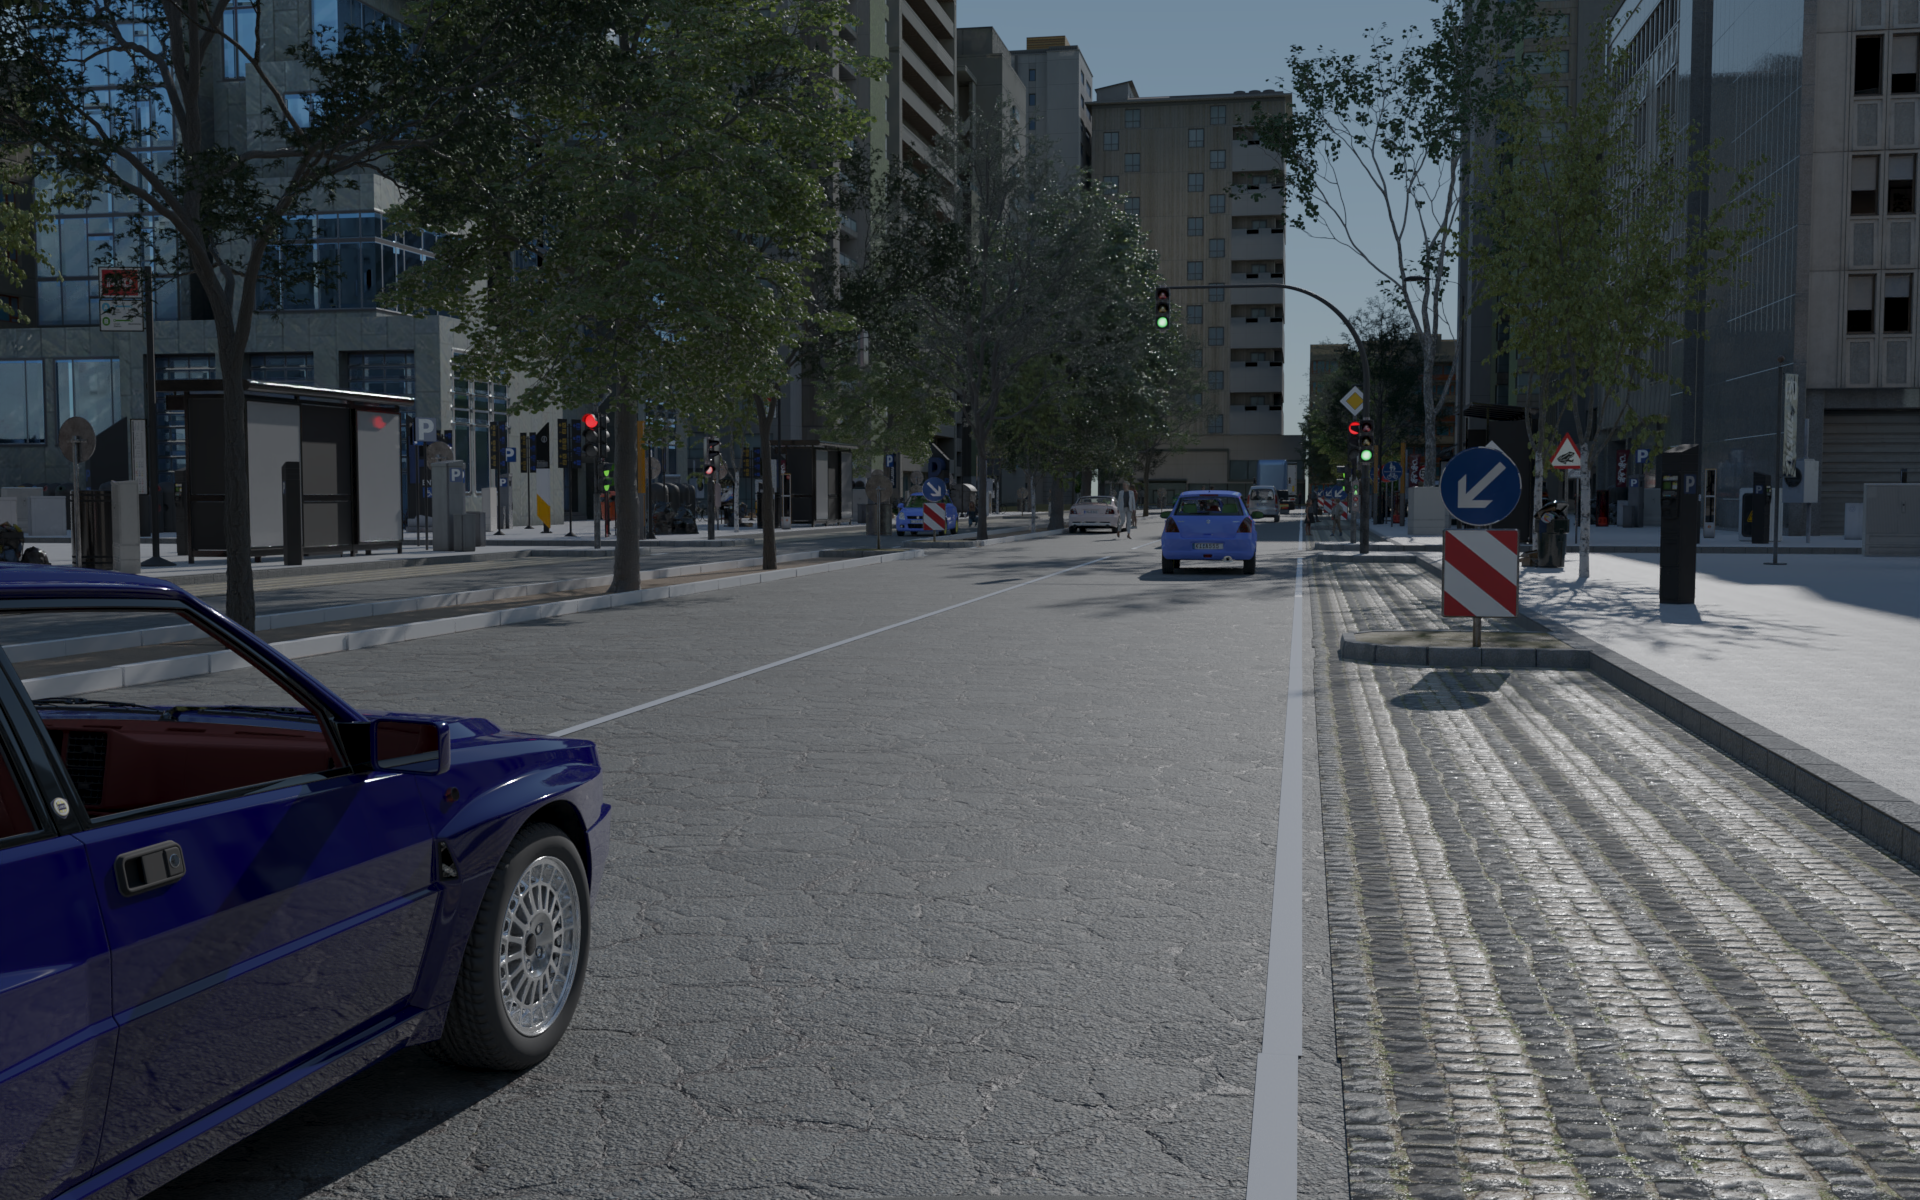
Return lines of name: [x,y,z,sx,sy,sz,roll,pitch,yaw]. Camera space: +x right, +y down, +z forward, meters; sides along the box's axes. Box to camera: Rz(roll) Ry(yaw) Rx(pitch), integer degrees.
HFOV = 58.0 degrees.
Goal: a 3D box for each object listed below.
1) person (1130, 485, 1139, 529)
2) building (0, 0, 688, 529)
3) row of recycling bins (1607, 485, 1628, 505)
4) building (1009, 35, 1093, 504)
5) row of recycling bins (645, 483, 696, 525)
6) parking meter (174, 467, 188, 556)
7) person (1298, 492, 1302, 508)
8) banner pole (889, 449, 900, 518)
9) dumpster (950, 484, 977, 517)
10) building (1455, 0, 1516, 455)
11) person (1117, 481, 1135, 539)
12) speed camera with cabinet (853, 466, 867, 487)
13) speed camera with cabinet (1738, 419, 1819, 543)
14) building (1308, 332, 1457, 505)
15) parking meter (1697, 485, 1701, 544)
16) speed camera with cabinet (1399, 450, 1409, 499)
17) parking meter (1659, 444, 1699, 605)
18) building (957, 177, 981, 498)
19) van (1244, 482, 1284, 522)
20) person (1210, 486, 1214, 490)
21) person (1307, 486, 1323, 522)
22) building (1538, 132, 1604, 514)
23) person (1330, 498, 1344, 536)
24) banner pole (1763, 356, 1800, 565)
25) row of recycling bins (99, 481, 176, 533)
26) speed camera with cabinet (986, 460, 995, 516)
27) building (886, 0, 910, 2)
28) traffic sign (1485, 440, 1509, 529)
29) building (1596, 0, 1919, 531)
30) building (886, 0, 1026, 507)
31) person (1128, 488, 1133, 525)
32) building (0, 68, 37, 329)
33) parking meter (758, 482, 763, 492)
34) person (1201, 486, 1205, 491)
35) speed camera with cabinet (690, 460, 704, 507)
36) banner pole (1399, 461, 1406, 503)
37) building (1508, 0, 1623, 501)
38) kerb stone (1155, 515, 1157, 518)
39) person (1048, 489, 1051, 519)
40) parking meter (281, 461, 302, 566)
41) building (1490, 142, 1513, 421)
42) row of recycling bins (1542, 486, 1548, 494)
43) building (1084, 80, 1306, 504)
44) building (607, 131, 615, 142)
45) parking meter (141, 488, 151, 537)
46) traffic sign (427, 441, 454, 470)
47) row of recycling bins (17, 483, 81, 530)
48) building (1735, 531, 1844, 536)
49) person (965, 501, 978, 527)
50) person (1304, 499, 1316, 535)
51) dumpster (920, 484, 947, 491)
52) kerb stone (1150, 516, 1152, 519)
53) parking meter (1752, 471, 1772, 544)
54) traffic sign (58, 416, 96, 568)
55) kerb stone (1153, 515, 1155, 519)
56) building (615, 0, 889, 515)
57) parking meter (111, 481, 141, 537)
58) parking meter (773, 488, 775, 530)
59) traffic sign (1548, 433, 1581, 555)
person: [7.157,-3.869,71.733,0.573,1.828,0.580,0,4,-6]
building: [-26.669,-46.773,77.417,22.319,86.520,31.000,1,4,11]
row of recycling bins: [29.106,-4.253,76.653,1.069,1.692,3.534,1,4,19]
building: [3.005,-41.991,228.558,28.212,58.520,21.231,1,4,11]
row of recycling bins: [-10.664,-3.488,64.140,1.069,1.692,3.534,1,4,12]
parking meter: [-16.162,-1.863,36.172,0.255,1.863,0.399,2,4,25]
person: [35.181,-10.344,179.085,0.415,1.643,0.593,1,4,18]
banner pole: [-3.495,-6.296,92.953,0.863,3.779,0.401,-1,4,-18]
dumpster: [0.196,-5.639,97.953,1.264,1.857,1.865,1,4,11]
building: [57.995,-38.004,163.360,21.231,58.520,28.212,1,4,11]
person: [5.284,-2.875,55.386,0.514,1.842,0.818,-1,4,-19]
speed camera with cabinet: [-6.077,-6.061,93.434,2.038,3.252,0.660,0,4,2]
speed camera with cabinet: [21.774,-3.166,46.098,0.660,3.252,2.038,-2,4,-25]
building: [59.460,-23.045,221.821,28.899,21.520,27.650,1,4,11]
parking meter: [18.936,-2.223,44.754,0.372,1.533,0.369,0,3,0]
speed camera with cabinet: [20.452,-5.035,76.657,0.660,3.252,2.038,-3,5,-44]
parking meter: [8.392,-0.888,20.228,0.399,1.863,0.255,-2,4,-32]
building: [-6.269,-23.421,154.628,14.160,30.474,14.107,1,4,11]
van: [15.610,-5.021,89.107,2.013,2.044,4.112,1,4,12]
person: [12.404,-4.712,85.503,0.822,1.834,0.622,-2,4,-33]
person: [17.878,-4.829,87.411,0.822,1.834,0.622,1,4,15]
building: [42.672,-17.181,99.972,14.314,24.678,30.058,1,4,11]
person: [12.769,-2.802,58.583,0.475,1.303,0.640,3,5,40]
banner pole: [15.014,-2.539,31.527,0.863,3.779,0.401,-3,4,-36]
row of recycling bins: [-26.908,-3.039,56.808,1.069,1.692,3.534,1,4,11]
speed camera with cabinet: [1.581,-6.518,100.904,0.660,3.252,2.038,1,4,11]
building: [-12.771,-31.406,137.193,21.300,48.544,21.600,1,4,11]
traffic sign: [11.378,-2.198,37.129,0.795,2.450,0.064,1,4,14]
building: [35.945,-15.751,75.555,12.078,24.808,19.932,1,4,11]
building: [-5.254,-33.992,179.475,21.600,48.544,21.300,1,4,11]
person: [7.403,-4.101,76.230,0.598,1.740,0.731,-2,4,-33]
building: [-55.314,-14.450,81.294,28.899,21.520,27.650,1,4,11]
parking meter: [-9.704,-4.866,85.277,0.399,1.863,0.255,1,4,8]
person: [12.483,-4.907,88.502,0.659,1.850,0.755,0,4,-8]
speed camera with cabinet: [-15.642,-6.466,100.054,0.660,3.252,2.038,2,4,31]
banner pole: [29.046,-7.566,113.719,0.863,3.779,0.401,1,4,9]
building: [48.370,-27.274,129.521,14.154,41.232,14.086,1,4,11]
kerb stone: [11.263,-4.844,101.429,0.120,0.150,1.000,1,4,11]
person: [5.234,-5.566,100.045,0.362,1.759,0.519,1,4,15]
parking meter: [-12.050,-1.561,31.233,0.255,1.863,0.399,-2,4,-33]
building: [51.163,-22.749,143.643,14.160,30.474,14.107,1,4,11]
row of recycling bins: [25.936,-4.560,81.671,3.534,1.692,1.069,2,4,33]
building: [31.707,-39.051,227.722,27.495,52.752,28.713,1,4,11]
building: [-26.277,-45.534,182.729,20.611,71.187,20.563,1,4,11]
parking meter: [-24.482,-2.662,51.931,0.372,1.533,0.369,0,3,0]
traffic sign: [-12.585,-2.551,41.812,0.768,2.556,0.104,1,4,12]
row of recycling bins: [-33.154,-3.420,63.027,3.534,1.692,1.069,2,4,33]
building: [36.150,-14.553,55.964,19.932,24.808,12.078,1,4,11]
person: [0.670,-3.766,75.575,1.012,1.151,0.738,0,4,-7]
person: [12.063,-2.844,59.663,0.362,1.253,0.373,-3,4,-36]
dumpster: [-1.449,-5.127,89.577,1.264,1.857,1.865,1,4,11]
kerb stone: [10.661,-4.656,98.417,0.120,0.150,1.000,1,4,11]
parking meter: [20.686,-2.384,44.683,0.255,1.863,0.399,-2,4,-33]
traffic sign: [-14.484,-1.730,28.399,0.768,2.556,0.104,1,4,18]
kerb stone: [11.060,-4.785,100.424,0.120,0.150,1.000,1,4,11]
building: [-12.960,-26.136,110.921,14.154,41.232,14.086,1,4,11]
parking meter: [-15.670,-1.470,32.439,0.372,1.533,0.369,0,3,0]
parking meter: [-6.743,-3.230,61.226,0.372,1.533,0.369,0,3,0]
traffic sign: [12.844,-2.244,36.699,0.884,2.594,0.081,1,4,18]
